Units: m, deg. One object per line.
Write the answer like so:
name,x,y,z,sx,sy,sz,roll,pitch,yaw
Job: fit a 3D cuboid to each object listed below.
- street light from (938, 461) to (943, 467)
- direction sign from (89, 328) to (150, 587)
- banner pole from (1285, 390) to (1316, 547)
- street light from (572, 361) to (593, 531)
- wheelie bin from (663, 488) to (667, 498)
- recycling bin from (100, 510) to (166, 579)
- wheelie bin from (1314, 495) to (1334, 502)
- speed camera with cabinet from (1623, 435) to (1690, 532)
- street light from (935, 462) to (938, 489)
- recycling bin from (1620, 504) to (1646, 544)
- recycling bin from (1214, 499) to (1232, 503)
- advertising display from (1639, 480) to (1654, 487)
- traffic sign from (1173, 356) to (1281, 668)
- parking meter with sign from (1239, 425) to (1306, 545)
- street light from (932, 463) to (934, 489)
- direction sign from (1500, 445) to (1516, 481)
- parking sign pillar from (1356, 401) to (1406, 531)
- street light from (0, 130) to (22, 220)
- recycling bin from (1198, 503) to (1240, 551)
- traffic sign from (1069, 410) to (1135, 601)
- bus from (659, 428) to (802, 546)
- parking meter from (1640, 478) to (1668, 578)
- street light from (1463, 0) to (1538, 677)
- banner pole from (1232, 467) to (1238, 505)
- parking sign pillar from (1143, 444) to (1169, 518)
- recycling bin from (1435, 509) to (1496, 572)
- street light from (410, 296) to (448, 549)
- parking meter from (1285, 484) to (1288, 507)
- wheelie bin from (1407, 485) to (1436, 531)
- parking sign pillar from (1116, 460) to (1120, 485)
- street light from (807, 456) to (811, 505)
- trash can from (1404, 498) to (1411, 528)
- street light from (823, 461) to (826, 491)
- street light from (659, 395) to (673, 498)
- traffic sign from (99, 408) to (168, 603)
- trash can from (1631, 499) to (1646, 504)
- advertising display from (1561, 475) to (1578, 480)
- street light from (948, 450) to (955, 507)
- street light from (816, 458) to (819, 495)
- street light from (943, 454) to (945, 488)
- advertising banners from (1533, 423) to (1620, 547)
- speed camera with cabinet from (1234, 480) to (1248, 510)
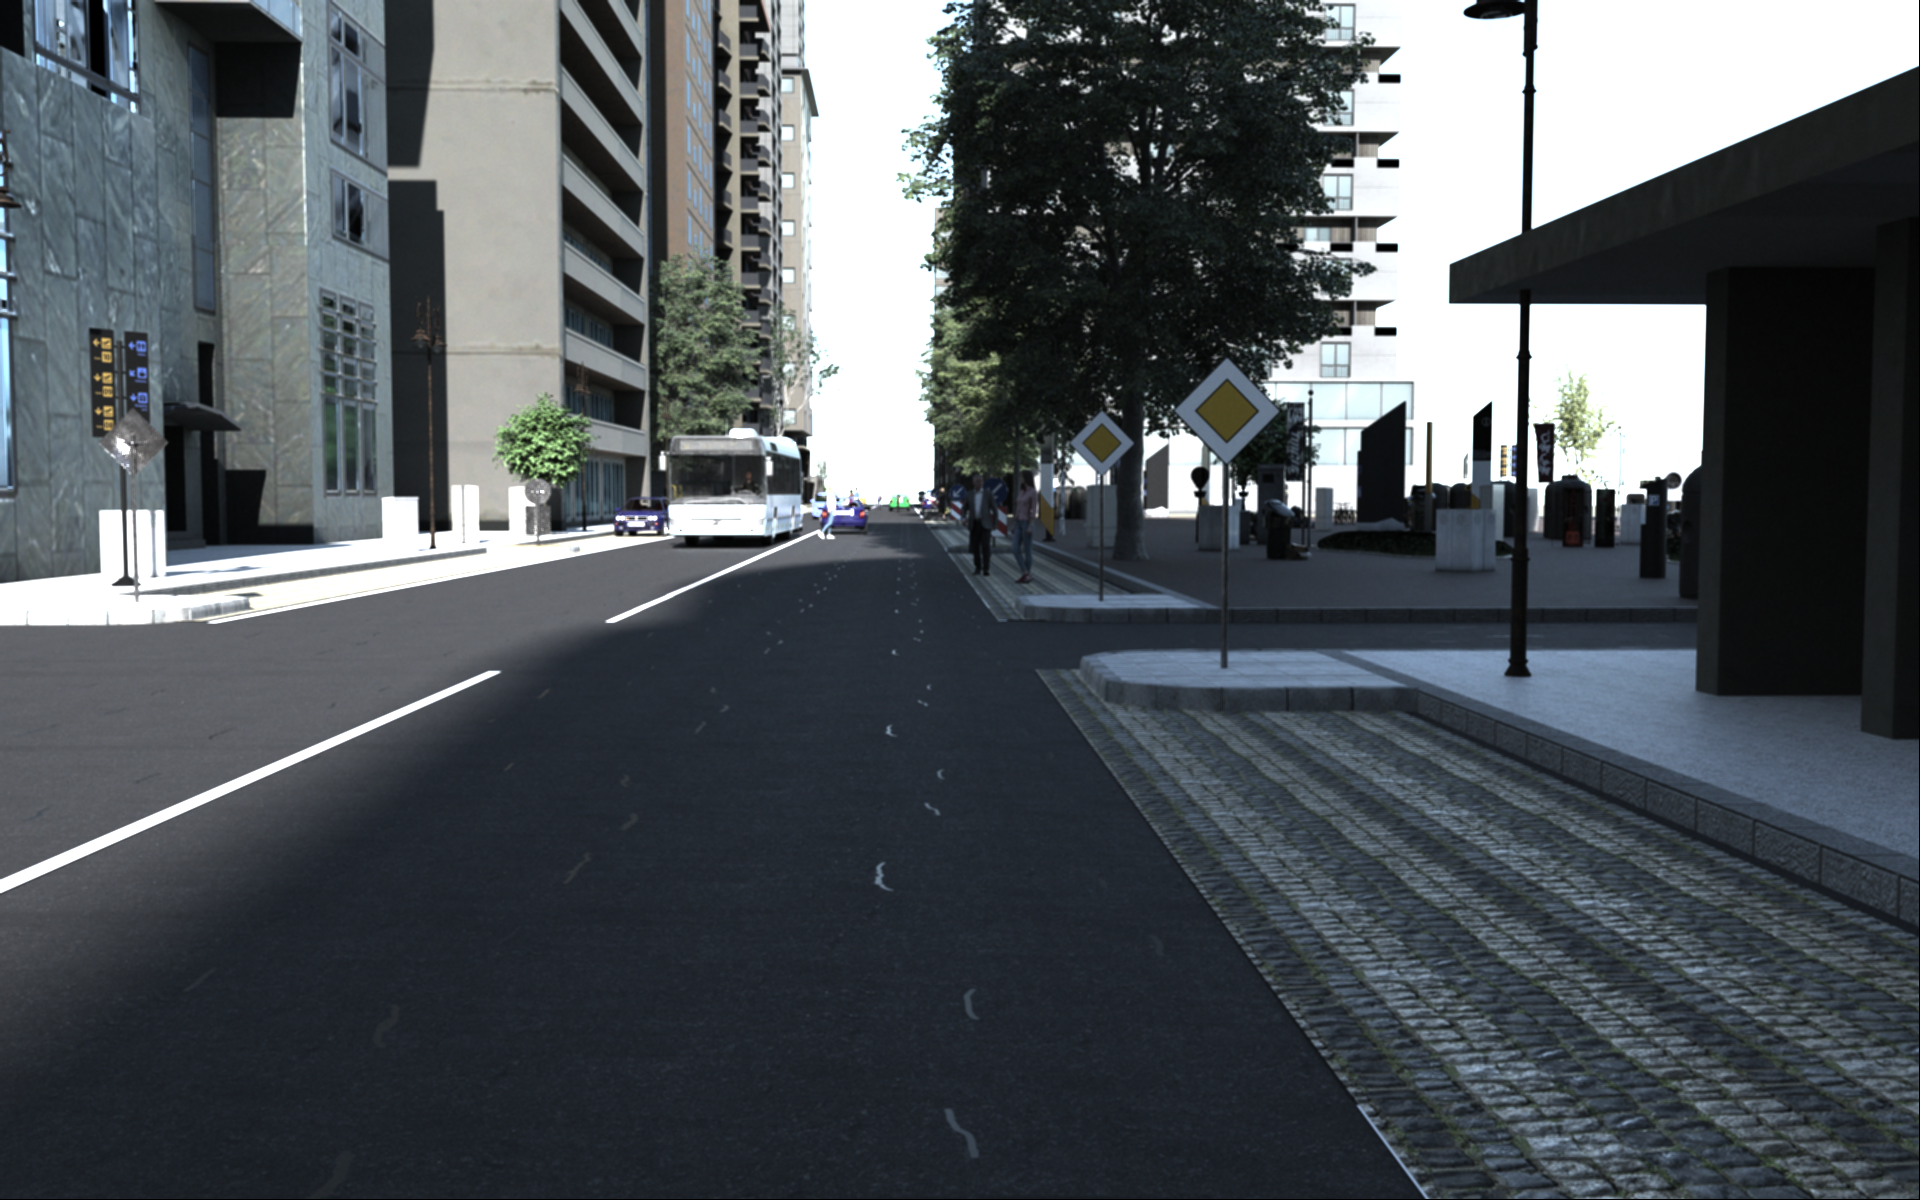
street light,-1.871,-13.515,193.755,0.468,5.910,1.993,0,4,-2
direction sign,-11.639,-1.962,24.072,0.379,3.537,0.876,2,4,28
banner pole,8.209,-3.160,41.688,0.863,3.779,0.401,-1,4,-13
street light,-13.154,-5.365,60.508,0.468,5.910,1.993,0,4,-2
wheelie bin,-15.657,-5.255,93.826,0.980,1.594,0.693,0,4,-5
recycling bin,-12.704,-0.859,26.601,0.722,1.027,0.722,3,5,43
wheelie bin,18.960,-5.035,90.224,0.980,1.594,0.693,1,4,10
speed camera with cabinet,23.437,-3.914,58.327,2.038,3.252,0.660,3,5,43
street light,-2.585,-14.773,214.332,0.468,5.910,1.993,0,4,-2
recycling bin,17.468,-1.952,44.462,0.722,1.027,0.722,-1,4,-20
recycling bin,13.639,-4.731,89.907,0.722,1.027,0.722,2,4,33
advertising display,31.075,-4.461,78.148,0.123,1.923,0.974,-2,4,-29
traffic sign,1.947,-0.555,12.718,0.795,2.450,0.064,0,4,-2
parking meter with sign,7.912,-2.925,44.092,1.738,3.016,0.543,1,4,12
street light,-3.206,-16.010,234.549,0.468,5.910,1.993,0,4,-2
direction sign,25.113,-5.337,79.259,0.876,3.537,0.379,0,4,-8
parking sign pillar,12.239,-3.784,50.342,1.447,3.967,1.447,0,4,-7
street light,-11.701,-2.922,20.555,0.468,5.910,1.993,0,4,-2
recycling bin,5.900,-1.646,39.467,0.722,1.027,0.722,3,4,36
traffic sign,1.689,-1.043,20.699,0.795,2.450,0.064,0,4,-2
bus,-6.464,-3.436,51.041,2.948,3.499,13.247,0,4,-1
parking meter,10.640,-1.110,26.560,0.372,1.533,0.369,0,3,0
street light,3.941,-2.402,12.059,0.468,5.910,1.993,0,4,-2
banner pole,9.491,-4.225,59.102,0.401,3.779,0.863,-3,4,-37
parking sign pillar,10.521,-6.395,93.024,1.447,3.967,1.447,-1,4,-21
recycling bin,8.444,-1.001,28.916,0.722,1.027,0.722,-3,4,-37
street light,-12.386,-4.143,40.533,0.468,5.910,1.993,0,4,-2
parking meter,16.791,-5.145,89.839,0.255,1.863,0.399,-3,5,-43
wheelie bin,16.013,-3.185,59.982,0.980,1.594,0.693,0,4,-2
parking sign pillar,7.910,-5.984,86.311,1.447,3.967,1.447,2,4,27
street light,-17.520,-13.900,200.057,0.468,5.910,1.993,0,4,-2
trash can,17.327,-3.343,66.304,0.748,1.137,0.748,0,3,0
street light,-18.875,-16.422,241.288,0.468,5.910,1.993,0,4,-2
street light,-13.684,-6.612,80.894,0.468,5.910,1.993,0,4,-2
traffic sign,-9.700,-1.022,20.353,0.795,2.450,0.064,0,4,-2
trash can,20.599,-2.483,52.251,0.748,1.137,0.748,0,3,0
advertising display,20.264,-3.205,57.614,0.123,1.923,0.974,0,4,-7
street light,-0.568,-10.962,152.021,0.468,5.910,1.993,0,4,-2
street light,-18.110,-15.147,220.442,0.468,5.910,1.993,0,4,-2
street light,-1.157,-12.184,172.002,0.468,5.910,1.993,0,4,-2
advertising banners,14.973,-2.811,42.152,2.074,3.025,0.090,2,4,35
speed camera with cabinet,13.775,-5.546,85.017,0.660,3.252,2.038,0,4,7
